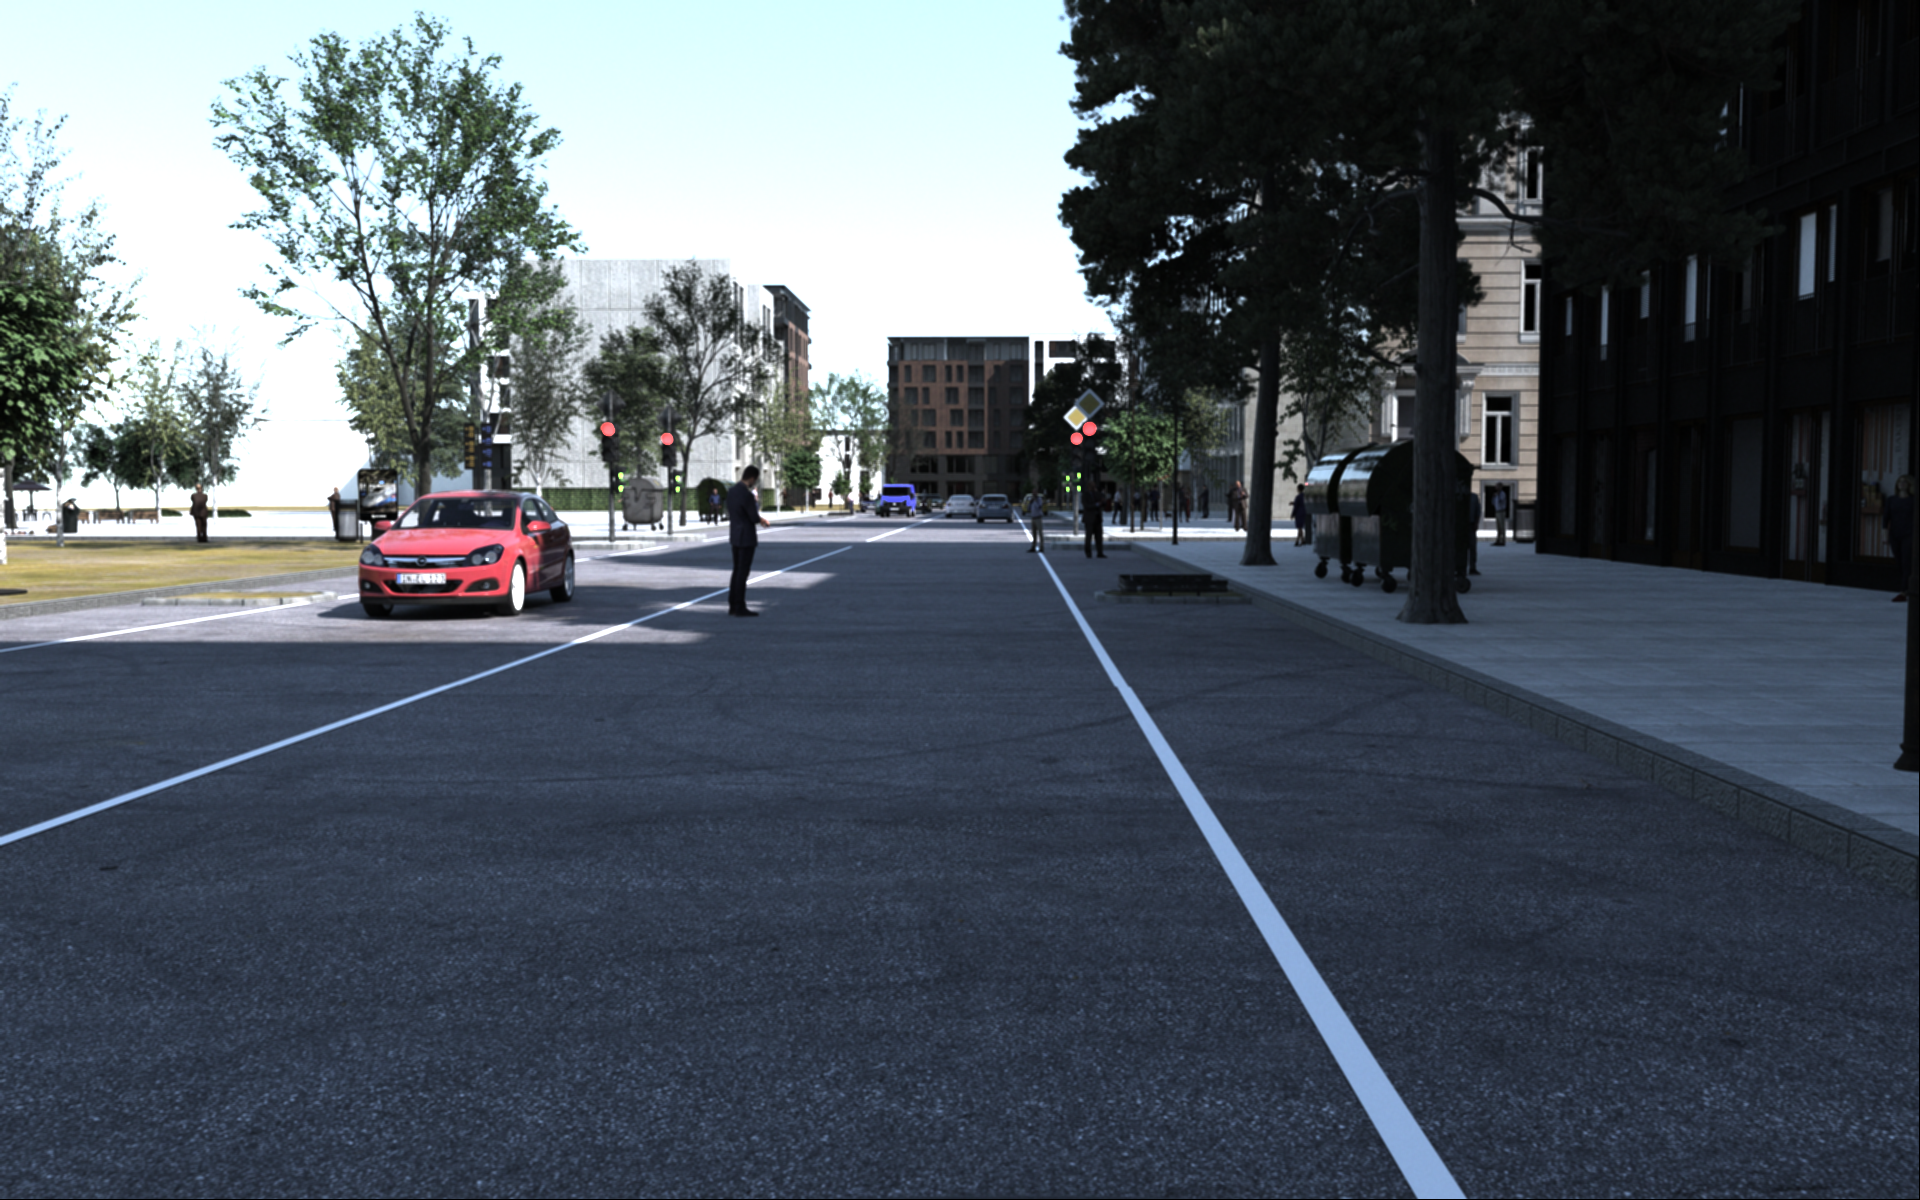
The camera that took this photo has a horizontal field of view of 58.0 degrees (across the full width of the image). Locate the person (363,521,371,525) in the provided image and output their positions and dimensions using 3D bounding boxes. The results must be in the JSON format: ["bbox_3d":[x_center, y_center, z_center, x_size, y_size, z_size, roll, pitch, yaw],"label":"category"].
[{"bbox_3d":[-24.652,-3.903,72.072,0.471,1.553,0.569,-3,5,-41],"label":"person"}]

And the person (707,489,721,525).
[{"bbox_3d":[-10.212,-3.852,71.711,0.574,1.496,0.600,0,4,1],"label":"person"}]

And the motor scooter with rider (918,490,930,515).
[{"bbox_3d":[-2.554,-6.886,121.543,0.876,1.779,1.986,0,4,2],"label":"motor scooter with rider"}]

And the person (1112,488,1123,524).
[{"bbox_3d":[6.840,-4.050,74.479,0.590,1.554,0.614,1,4,8],"label":"person"}]

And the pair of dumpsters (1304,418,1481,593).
[{"bbox_3d":[6.005,-1.337,24.355,1.574,2.255,4.436,0,4,1],"label":"pair of dumpsters"}]

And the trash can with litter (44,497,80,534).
[{"bbox_3d":[-29.216,-2.748,56.309,1.055,1.170,0.624,0,4,-1],"label":"trash can with litter"}]

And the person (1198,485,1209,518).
[{"bbox_3d":[12.806,-5.181,91.209,0.568,1.767,0.683,1,4,16],"label":"person"}]

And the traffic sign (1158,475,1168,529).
[{"bbox_3d":[7.398,-3.889,63.685,0.768,2.556,0.104,1,4,10],"label":"traffic sign"}]

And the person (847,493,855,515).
[{"bbox_3d":[-7.470,-6.643,118.053,0.756,1.711,0.436,-3,5,-43],"label":"person"}]

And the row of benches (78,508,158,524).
[{"bbox_3d":[-36.587,-3.617,74.605,1.422,0.672,4.104,3,5,43],"label":"row of benches"}]

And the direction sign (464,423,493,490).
[{"bbox_3d":[-15.289,-3.855,55.022,0.876,3.537,0.379,0,4,-4],"label":"direction sign"}]

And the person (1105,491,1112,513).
[{"bbox_3d":[10.350,-6.851,120.523,0.523,1.526,0.387,-1,4,-21],"label":"person"}]

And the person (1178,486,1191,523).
[{"bbox_3d":[10.117,-4.316,78.084,0.593,1.643,0.415,0,4,3],"label":"person"}]

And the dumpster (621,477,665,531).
[{"bbox_3d":[-11.121,-3.362,60.727,1.264,1.857,1.865,0,4,1],"label":"dumpster"}]

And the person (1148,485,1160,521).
[{"bbox_3d":[9.262,-4.602,81.983,0.576,1.737,0.504,-3,5,-39],"label":"person"}]

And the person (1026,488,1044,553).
[{"bbox_3d":[1.861,-1.953,42.495,0.319,1.574,0.516,-2,4,-30],"label":"person"}]

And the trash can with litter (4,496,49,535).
[{"bbox_3d":[-29.809,-2.657,54.507,2.233,1.210,1.678,1,4,17],"label":"trash can with litter"}]

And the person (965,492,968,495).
[{"bbox_3d":[0.497,-7.223,128.803,0.429,1.552,0.499,0,4,1],"label":"person"}]

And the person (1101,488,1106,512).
[{"bbox_3d":[10.433,-7.312,126.388,0.445,1.727,0.742,2,4,23],"label":"person"}]

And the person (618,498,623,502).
[{"bbox_3d":[-16.198,-4.670,84.351,0.963,1.587,0.435,-1,4,-19],"label":"person"}]

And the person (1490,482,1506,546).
[{"bbox_3d":[13.341,-2.126,42.874,0.319,1.574,0.516,0,4,3],"label":"person"}]

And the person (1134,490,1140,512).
[{"bbox_3d":[12.781,-7.170,125.489,0.614,1.554,0.590,-2,4,-28],"label":"person"}]

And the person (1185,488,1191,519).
[{"bbox_3d":[11.825,-5.040,90.155,0.444,1.614,0.593,2,4,31],"label":"person"}]

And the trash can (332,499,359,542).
[{"bbox_3d":[-16.467,-2.133,46.525,0.748,1.137,0.748,0,3,0],"label":"trash can"}]

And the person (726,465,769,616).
[{"bbox_3d":[-2.489,-0.704,20.452,0.568,1.767,0.683,-3,5,-39],"label":"person"}]

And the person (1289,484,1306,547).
[{"bbox_3d":[8.228,-2.081,42.432,0.546,1.535,0.453,2,4,32],"label":"person"}]

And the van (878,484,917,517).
[{"bbox_3d":[-3.860,-6.329,107.864,2.240,2.365,5.245,0,4,3],"label":"van"}]

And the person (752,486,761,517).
[{"bbox_3d":[-11.434,-5.491,96.756,0.436,1.711,0.756,-2,4,-29],"label":"person"}]

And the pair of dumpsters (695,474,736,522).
[{"bbox_3d":[-11.356,-4.815,81.217,1.574,2.255,4.436,0,4,2],"label":"pair of dumpsters"}]

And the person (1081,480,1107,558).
[{"bbox_3d":[3.036,-1.817,38.890,0.600,1.739,0.565,2,4,35],"label":"person"}]

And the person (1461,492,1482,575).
[{"bbox_3d":[8.021,-1.169,27.375,0.499,1.552,0.429,2,4,25],"label":"person"}]

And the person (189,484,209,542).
[{"bbox_3d":[-20.174,-2.300,45.912,0.482,1.546,0.388,-2,4,-25],"label":"person"}]

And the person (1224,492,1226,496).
[{"bbox_3d":[12.576,-4.517,80.581,0.600,1.739,0.565,0,4,6],"label":"person"}]

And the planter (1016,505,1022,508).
[{"bbox_3d":[6.899,-9.964,184.048,1.991,0.319,1.994,0,4,1],"label":"planter"}]

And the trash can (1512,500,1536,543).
[{"bbox_3d":[14.795,-2.059,45.323,0.748,1.137,0.748,0,3,0],"label":"trash can"}]

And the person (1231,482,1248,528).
[{"bbox_3d":[10.454,-3.545,64.678,0.621,1.740,0.551,1,4,11],"label":"person"}]

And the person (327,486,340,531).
[{"bbox_3d":[-21.782,-3.176,60.247,0.388,1.546,0.482,0,4,4],"label":"person"}]

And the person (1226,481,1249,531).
[{"bbox_3d":[9.612,-3.219,59.366,0.565,1.739,0.600,-1,4,-22],"label":"person"}]

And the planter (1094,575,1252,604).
[{"bbox_3d":[2.841,-0.150,23.596,1.991,0.319,1.994,0,4,1],"label":"planter"}]

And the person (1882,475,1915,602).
[{"bbox_3d":[11.322,-0.746,20.784,0.480,1.512,0.613,2,4,23],"label":"person"}]

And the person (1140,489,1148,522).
[{"bbox_3d":[8.452,-4.360,79.605,0.388,1.546,0.482,0,4,-6],"label":"person"}]
